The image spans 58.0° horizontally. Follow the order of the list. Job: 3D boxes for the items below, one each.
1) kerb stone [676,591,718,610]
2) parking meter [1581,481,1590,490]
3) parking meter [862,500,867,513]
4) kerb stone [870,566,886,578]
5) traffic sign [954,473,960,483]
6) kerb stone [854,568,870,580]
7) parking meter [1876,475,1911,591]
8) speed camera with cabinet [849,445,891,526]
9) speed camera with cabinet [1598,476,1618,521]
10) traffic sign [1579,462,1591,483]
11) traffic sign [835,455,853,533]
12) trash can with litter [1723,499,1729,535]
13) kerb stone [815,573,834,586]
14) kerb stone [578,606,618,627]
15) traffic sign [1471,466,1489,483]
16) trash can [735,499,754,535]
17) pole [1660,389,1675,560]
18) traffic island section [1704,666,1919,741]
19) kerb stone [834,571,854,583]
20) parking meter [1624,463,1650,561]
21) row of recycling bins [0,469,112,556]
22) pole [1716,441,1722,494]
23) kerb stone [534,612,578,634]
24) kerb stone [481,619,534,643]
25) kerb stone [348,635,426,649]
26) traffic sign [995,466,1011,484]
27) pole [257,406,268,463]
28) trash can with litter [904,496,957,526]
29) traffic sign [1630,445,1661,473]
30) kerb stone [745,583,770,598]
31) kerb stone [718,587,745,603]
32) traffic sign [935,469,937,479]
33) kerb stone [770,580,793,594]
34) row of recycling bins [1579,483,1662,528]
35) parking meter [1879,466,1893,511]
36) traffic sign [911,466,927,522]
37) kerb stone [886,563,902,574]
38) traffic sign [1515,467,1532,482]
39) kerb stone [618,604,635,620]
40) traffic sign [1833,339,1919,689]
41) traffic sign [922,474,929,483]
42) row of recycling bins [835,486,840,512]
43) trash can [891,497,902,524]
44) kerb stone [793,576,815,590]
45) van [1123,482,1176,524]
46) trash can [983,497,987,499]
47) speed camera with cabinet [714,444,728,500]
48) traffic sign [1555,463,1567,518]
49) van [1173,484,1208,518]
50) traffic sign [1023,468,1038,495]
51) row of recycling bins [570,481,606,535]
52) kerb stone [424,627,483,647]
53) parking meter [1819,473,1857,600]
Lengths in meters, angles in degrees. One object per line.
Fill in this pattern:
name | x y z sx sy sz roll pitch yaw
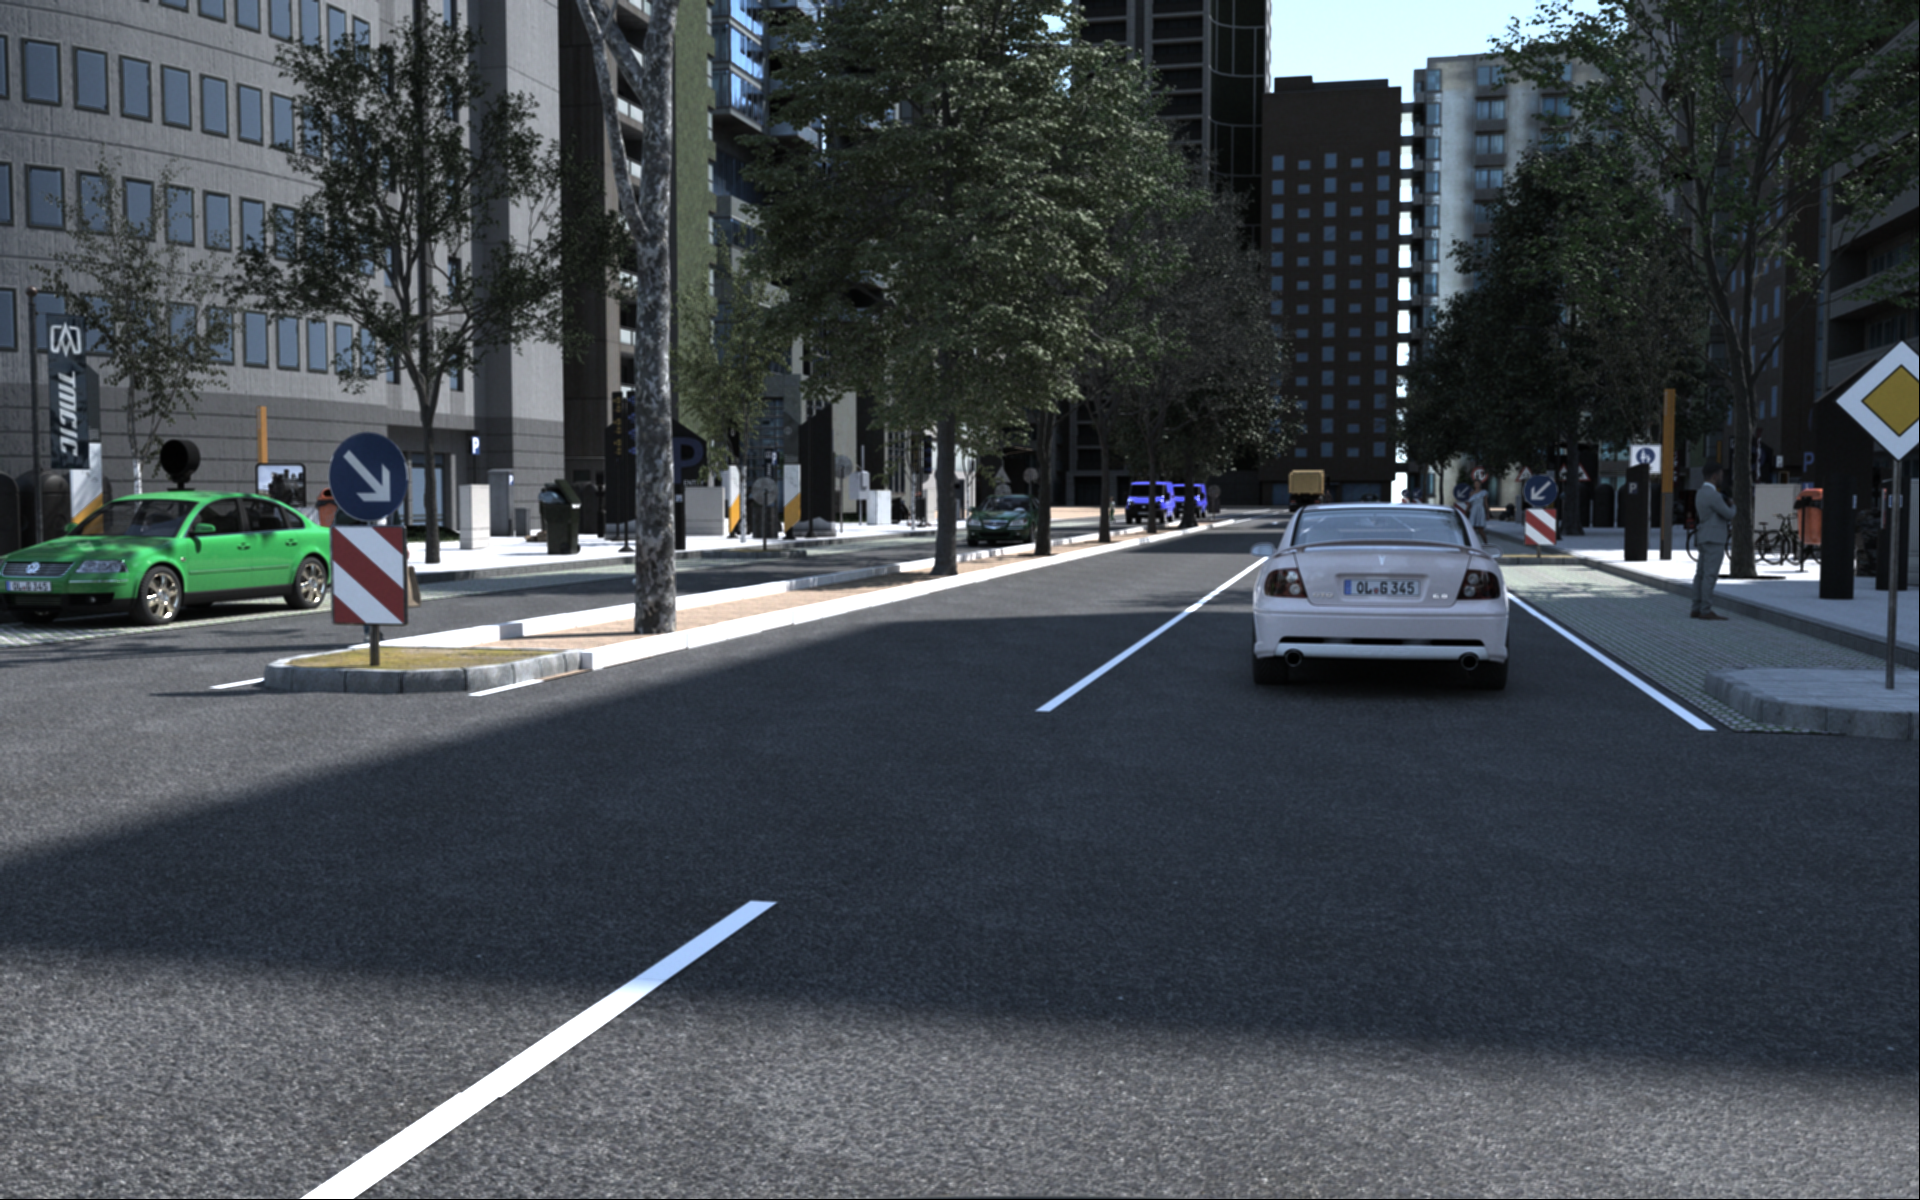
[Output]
kerb stone | -3.355 0.013 22.051 0.120 0.150 1.000 1 4 13
parking meter | 26.609 -4.164 73.786 0.399 1.863 0.255 -1 4 -11
parking meter | -4.860 -5.139 89.735 0.255 1.863 0.399 2 4 30
kerb stone | -1.513 -0.481 30.052 0.120 0.150 1.000 1 4 13
traffic sign | -0.437 -5.058 82.694 0.884 2.594 0.081 1 4 17
kerb stone | -1.743 -0.414 29.051 0.120 0.150 1.000 1 4 13
parking meter | 12.443 -0.898 23.095 0.372 1.533 0.369 0 3 0
speed camera with cabinet | -3.667 -4.677 70.811 0.660 3.252 2.038 3 4 37
speed camera with cabinet | 30.945 -5.414 82.860 2.038 3.252 0.660 0 4 3
traffic sign | 25.328 -4.332 70.824 0.884 2.594 0.081 1 4 15
traffic sign | -3.893 -3.467 56.792 0.768 2.556 0.104 1 4 17
trash can with litter | 18.979 -1.963 43.481 0.624 1.170 1.055 2 4 25
kerb stone | -2.209 -0.296 27.044 0.120 0.150 1.000 1 4 13
kerb stone | -4.049 0.196 19.044 0.120 0.150 1.000 1 4 13
traffic sign | 23.900 -4.867 79.685 0.768 2.556 0.104 1 4 17
trash can | -6.829 -2.627 54.611 0.748 1.137 0.748 0 3 0
pole | 13.748 -2.435 33.649 0.158 3.312 0.155 0 3 0
traffic island section | 6.140 0.665 11.405 2.009 0.180 2.903 1 4 13
kerb stone | -1.962 -0.358 28.047 0.120 0.150 1.000 1 4 13
parking meter | 12.941 -1.678 33.141 0.255 1.863 0.399 -2 4 -29
row of recycling bins | -15.349 -1.288 28.164 1.069 1.692 3.534 1 4 23
pole | 29.028 -4.431 66.289 0.158 3.312 0.155 0 3 0
kerb stone | -4.287 0.254 18.045 0.120 0.150 1.000 1 4 13
kerb stone | -4.510 0.315 17.048 0.120 0.150 1.000 1 4 13
kerb stone | -4.974 0.440 15.031 0.120 0.150 1.000 1 4 13
traffic sign | 1.907 -4.882 79.824 0.884 2.594 0.081 1 4 14
pole | -16.243 -2.846 40.371 0.158 3.312 0.155 0 3 0
trash can with litter | -1.278 -3.550 69.107 2.233 1.210 1.678 1 4 11
traffic sign | 14.129 -2.057 35.755 0.606 2.300 0.079 1 4 18
kerb stone | -2.890 -0.109 24.046 0.120 0.150 1.000 1 4 13
kerb stone | -3.131 -0.050 23.053 0.120 0.150 1.000 1 4 13
traffic sign | -0.828 -4.911 80.408 0.768 2.556 0.104 1 4 17
kerb stone | -2.666 -0.174 25.043 0.120 0.150 1.000 1 4 13
row of recycling bins | 25.284 -3.642 66.662 3.534 1.692 1.069 1 4 22
parking meter | 19.638 -1.887 36.562 0.399 1.863 0.255 2 4 26
traffic sign | -1.912 -4.865 79.653 0.768 2.556 0.104 1 4 17
kerb stone | -1.277 -0.541 31.047 0.120 0.150 1.000 1 4 13
traffic sign | 23.918 -4.477 73.209 0.884 2.594 0.081 1 4 18
kerb stone | -3.816 0.134 20.052 0.120 0.150 1.000 1 4 13
traffic sign | 6.116 -0.470 11.333 0.795 2.450 0.064 1 4 13
traffic sign | -1.817 -4.980 81.524 0.768 2.556 0.104 1 4 16
row of recycling bins | -6.274 -4.728 84.422 1.069 1.692 3.534 0 4 -2
trash can | -2.882 -3.875 75.011 0.748 1.137 0.748 0 3 0
kerb stone | -2.427 -0.235 26.041 0.120 0.150 1.000 1 4 13
van | 9.277 -4.887 84.291 2.240 2.365 5.245 1 4 13
trash can | 1.478 -4.344 82.676 0.748 1.137 0.748 0 3 0
speed camera with cabinet | -9.745 -4.566 68.983 0.660 3.252 2.038 -3 4 -37
traffic sign | 25.139 -4.414 72.169 0.884 2.594 0.081 1 4 17
van | 13.641 -6.074 103.689 2.240 2.365 5.245 1 4 13
traffic sign | 3.414 -5.139 84.130 0.768 2.556 0.104 1 4 22
row of recycling bins | -12.145 -3.017 56.442 1.069 1.692 3.534 -2 4 -24
kerb stone | -4.742 0.379 16.041 0.120 0.150 1.000 1 4 13
parking meter | 10.740 -0.781 21.183 0.372 1.533 0.369 0 3 0
